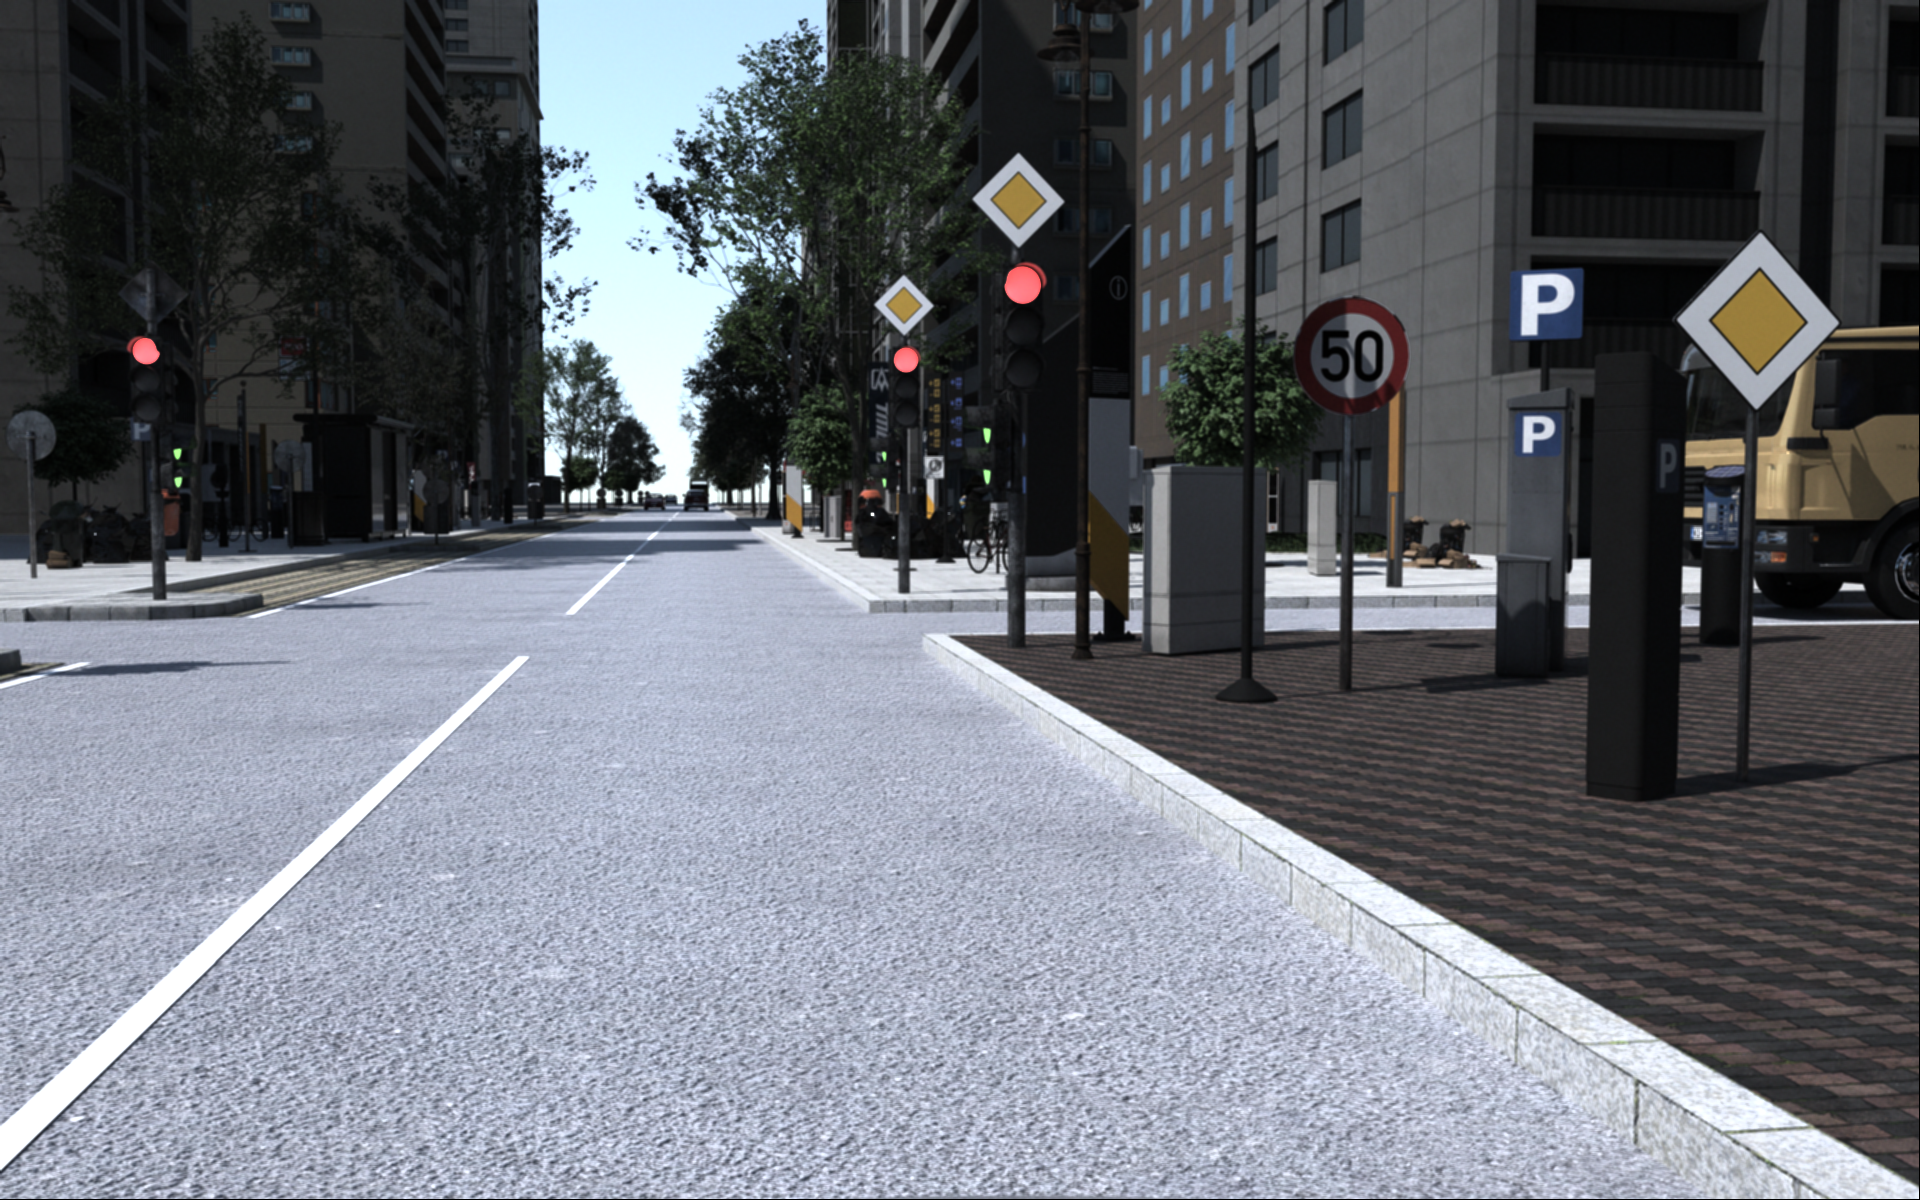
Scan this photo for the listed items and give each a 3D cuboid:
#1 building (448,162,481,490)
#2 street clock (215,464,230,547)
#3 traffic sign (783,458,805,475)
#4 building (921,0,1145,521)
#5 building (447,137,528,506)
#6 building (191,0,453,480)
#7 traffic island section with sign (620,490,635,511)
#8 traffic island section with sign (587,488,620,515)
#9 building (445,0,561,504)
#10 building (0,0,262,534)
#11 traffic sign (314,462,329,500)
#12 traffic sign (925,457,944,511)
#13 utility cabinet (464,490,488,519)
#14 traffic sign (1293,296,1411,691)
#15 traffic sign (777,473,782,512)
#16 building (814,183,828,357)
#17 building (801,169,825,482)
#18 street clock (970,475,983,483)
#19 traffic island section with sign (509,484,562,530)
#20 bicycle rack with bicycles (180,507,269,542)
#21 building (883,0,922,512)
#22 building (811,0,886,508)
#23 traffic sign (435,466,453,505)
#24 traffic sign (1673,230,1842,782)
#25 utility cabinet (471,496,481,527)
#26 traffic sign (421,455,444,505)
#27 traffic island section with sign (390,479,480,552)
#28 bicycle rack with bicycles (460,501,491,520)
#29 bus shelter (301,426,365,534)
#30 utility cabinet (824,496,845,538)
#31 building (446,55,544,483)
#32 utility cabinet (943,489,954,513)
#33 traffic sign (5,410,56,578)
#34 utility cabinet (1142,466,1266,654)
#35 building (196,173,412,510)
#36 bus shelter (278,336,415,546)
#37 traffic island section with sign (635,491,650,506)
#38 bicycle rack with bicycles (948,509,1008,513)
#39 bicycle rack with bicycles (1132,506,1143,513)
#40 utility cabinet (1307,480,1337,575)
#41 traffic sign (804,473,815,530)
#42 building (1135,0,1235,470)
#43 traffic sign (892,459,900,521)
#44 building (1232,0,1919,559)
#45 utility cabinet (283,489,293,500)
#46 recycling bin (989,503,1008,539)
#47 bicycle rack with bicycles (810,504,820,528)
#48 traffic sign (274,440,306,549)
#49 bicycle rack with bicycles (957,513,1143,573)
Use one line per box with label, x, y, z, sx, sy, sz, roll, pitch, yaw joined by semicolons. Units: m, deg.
building;-49.654;-23.100;149.382;14.160;30.474;14.107;-1;4;-9
street clock;-17.843;-2.284;41.916;0.358;2.002;0.471;-1;4;-15
traffic sign;-5.120;-3.297;54.005;0.768;2.556;0.104;0;4;-1
building;9.916;-28.418;88.333;21.300;48.544;21.600;-1;4;-9
building;-56.192;-31.138;192.703;14.154;41.232;14.086;-1;4;-9
building;-50.928;-30.974;130.135;21.300;48.544;21.600;-1;4;-9
traffic island section with sign;-28.724;-8.425;146.380;1.989;1.847;2.006;-1;4;-9
traffic island section with sign;-24.613;-6.763;119.208;1.989;1.847;2.006;-1;4;-9
building;-65.674;-48.811;236.315;20.563;71.187;20.611;-1;4;-9
building;-37.739;-38.159;62.155;20.563;71.187;20.611;-1;4;-9
traffic sign;-19.696;-3.308;54.084;0.884;2.594;0.081;0;4;-8
traffic sign;-0.672;-2.747;47.040;0.606;2.300;0.079;0;4;-6
utility cabinet;-24.697;-4.876;88.403;0.318;1.500;1.173;3;5;41
traffic sign;2.520;-0.681;11.247;0.768;2.556;0.104;0;4;-3
traffic sign;-9.941;-5.826;95.358;0.768;2.556;0.104;0;4;-8
building;-11.797;-32.981;222.833;14.154;41.232;14.086;-1;4;-9
building;-8.188;-40.047;244.013;28.713;52.752;27.495;-1;4;-9
street clock;0.629;-3.739;65.703;0.471;2.002;0.358;0;4;-7
traffic island section with sign;-17.214;-3.774;70.339;1.989;1.847;2.006;-1;4;-9
bicycle rack with bicycles;-20.437;-2.023;46.452;2.925;0.926;2.852;2;4;29
building;4.961;-35.841;128.005;21.231;58.520;28.212;-1;4;-9
building;-6.909;-46.889;204.885;20.563;71.187;20.611;-1;4;-9
traffic sign;-20.202;-4.129;67.515;0.884;2.594;0.081;0;4;-6
traffic sign;3.494;-0.397;7.670;0.795;2.450;0.064;0;4;-8
utility cabinet;-19.031;-3.487;68.174;0.306;1.237;1.020;-1;4;-12
traffic sign;-17.346;-3.476;56.936;0.768;2.556;0.104;0;4;1
traffic island section with sign;-13.151;-2.132;43.478;1.989;1.847;2.006;-1;4;-9
bicycle rack with bicycles;-24.429;-4.480;86.636;2.925;0.926;2.852;-3;4;-36
bus shelter;-20.637;-4.107;58.439;1.731;3.624;6.357;-1;4;-9
utility cabinet;-3.706;-2.432;50.925;0.306;1.237;1.020;-2;4;-25
building;-66.357;-38.106;212.265;28.713;52.752;27.495;-1;4;-9
utility cabinet;-0.728;-4.214;77.575;0.318;1.500;1.173;-2;4;-32
traffic sign;-14.113;-1.603;26.317;0.768;2.556;0.104;0;4;0
utility cabinet;1.987;-0.331;14.095;1.173;1.500;0.318;-3;5;-41
building;-50.244;-15.935;105.574;27.650;21.520;28.899;-1;4;-9
bus shelter;-16.500;-4.218;46.591;2.179;5.291;8.768;-1;4;-8
traffic island section with sign;-37.009;-11.774;201.136;1.989;1.847;2.006;-1;4;-9
bicycle rack with bicycles;0.631;-1.718;41.464;2.852;0.926;2.925;-1;4;-14
bicycle rack with bicycles;7.172;-2.666;56.966;2.852;0.926;2.925;1;4;17
utility cabinet;5.767;-1.154;27.541;0.318;1.500;1.173;0;4;4
traffic sign;-5.135;-3.714;60.728;0.884;2.594;0.081;0;4;1
building;14.960;-25.256;63.047;14.600;45.320;14.200;-1;4;-9
traffic sign;-2.294;-3.656;59.889;0.768;2.556;0.104;0;4;-1
building;20.025;-37.014;43.429;20.611;71.187;20.563;-1;4;-9
utility cabinet;-31.673;-4.463;81.645;0.318;1.500;1.173;-2;4;-28
recycling bin;1.165;-2.286;49.936;0.722;1.027;0.722;-2;4;-30
bicycle rack with bicycles;-4.303;-3.185;65.459;2.852;0.926;2.925;1;4;19
traffic sign;-15.748;-2.484;40.715;0.768;2.556;0.104;0;4;0
bicycle rack with bicycles;1.769;-0.860;27.450;2.852;0.926;2.925;-2;4;-28
